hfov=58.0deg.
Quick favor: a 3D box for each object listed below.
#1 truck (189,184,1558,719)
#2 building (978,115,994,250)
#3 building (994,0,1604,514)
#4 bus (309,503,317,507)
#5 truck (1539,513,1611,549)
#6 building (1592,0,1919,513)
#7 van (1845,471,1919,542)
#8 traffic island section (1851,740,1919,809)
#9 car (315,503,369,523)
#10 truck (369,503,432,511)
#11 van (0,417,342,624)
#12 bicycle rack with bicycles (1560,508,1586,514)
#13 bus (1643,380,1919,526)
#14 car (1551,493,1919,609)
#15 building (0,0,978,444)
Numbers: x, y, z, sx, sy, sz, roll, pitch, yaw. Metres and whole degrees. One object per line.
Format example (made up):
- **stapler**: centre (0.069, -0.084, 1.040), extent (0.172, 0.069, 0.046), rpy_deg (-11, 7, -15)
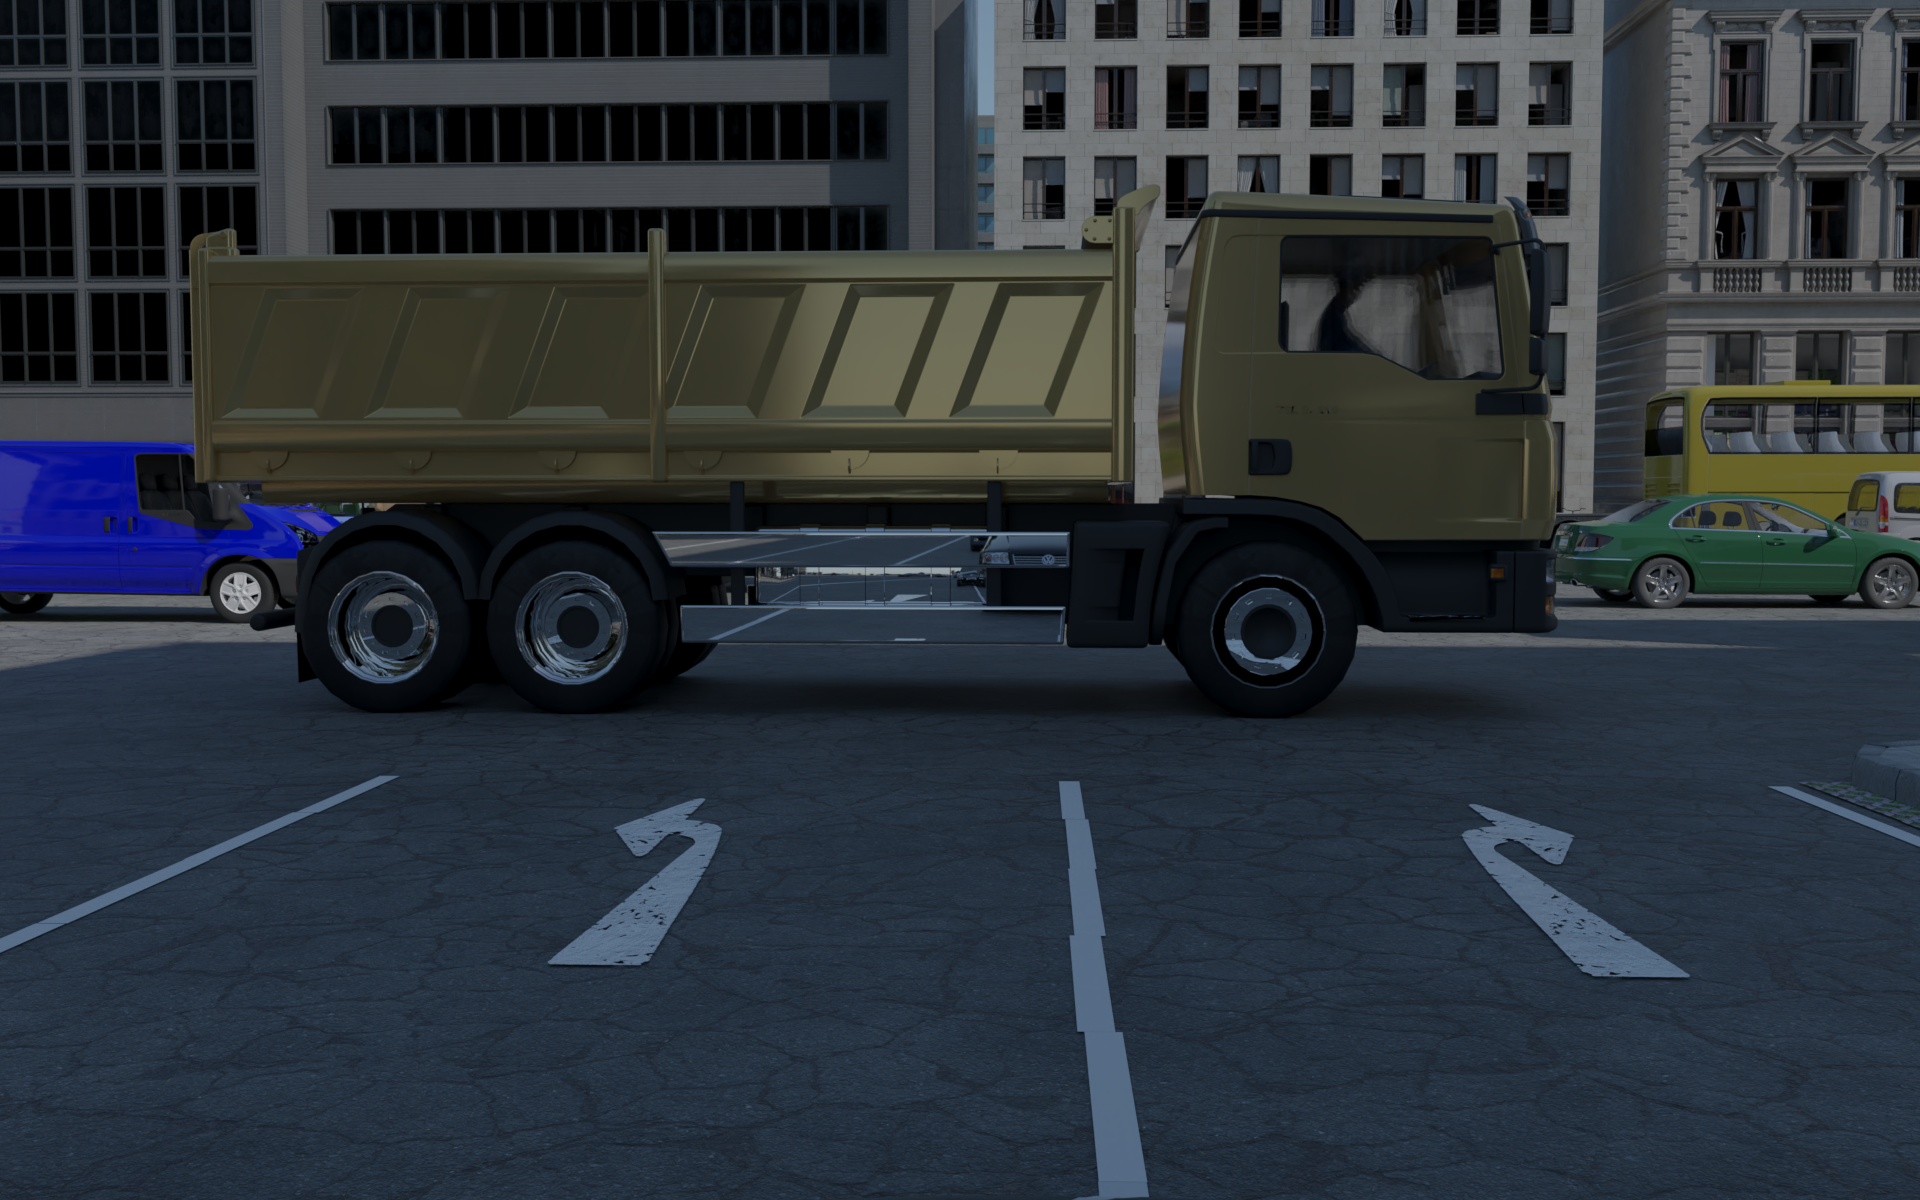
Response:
- **truck**: centre (-0.091, -0.998, 12.249), extent (9.791, 3.379, 3.469), rpy_deg (0, 4, 3)
- **building**: centre (9.881, -36.622, 218.378), extent (30.456, 49.044, 23.786), rpy_deg (0, 4, 2)
- **building**: centre (9.583, -12.159, 53.553), extent (16.860, 20.320, 10.420), rpy_deg (0, 4, 2)
- **bus**: centre (-8.989, -2.617, 37.642), extent (13.247, 3.499, 2.948), rpy_deg (0, 4, 1)
- **truck**: centre (21.053, -3.013, 39.019), extent (18.799, 4.110, 2.967), rpy_deg (0, 4, 3)
- **building**: centre (29.132, -13.669, 52.361), extent (19.941, 23.489, 11.050), rpy_deg (0, 4, 2)
- **van**: centre (18.570, -1.518, 31.830), extent (4.112, 2.044, 2.013), rpy_deg (0, 4, 3)
- **traffic island section**: centre (5.321, 0.900, 7.567), extent (2.009, 0.180, 2.903), rpy_deg (0, 4, 2)
- **car**: centre (-10.305, -1.297, 30.796), extent (1.945, 1.707, 3.694), rpy_deg (0, 4, 2)
- **truck**: centre (-3.603, -2.264, 25.929), extent (11.283, 4.237, 2.839), rpy_deg (0, 4, 2)
- **van**: centre (-9.684, -0.955, 20.000), extent (5.245, 2.365, 2.240), rpy_deg (0, 4, 1)
- **bicycle rack with bicycles**: centre (15.177, -1.933, 44.990), extent (2.852, 0.926, 2.925), rpy_deg (1, 4, 16)
- **bus**: centre (20.306, -2.637, 34.656), extent (12.252, 3.916, 2.896), rpy_deg (0, 4, 3)
- **car**: centre (10.152, -0.648, 22.400), extent (4.920, 1.459, 2.131), rpy_deg (0, 4, 2)
- **building**: centre (-14.555, -14.503, 56.190), extent (30.058, 24.678, 14.314), rpy_deg (0, 4, 2)
